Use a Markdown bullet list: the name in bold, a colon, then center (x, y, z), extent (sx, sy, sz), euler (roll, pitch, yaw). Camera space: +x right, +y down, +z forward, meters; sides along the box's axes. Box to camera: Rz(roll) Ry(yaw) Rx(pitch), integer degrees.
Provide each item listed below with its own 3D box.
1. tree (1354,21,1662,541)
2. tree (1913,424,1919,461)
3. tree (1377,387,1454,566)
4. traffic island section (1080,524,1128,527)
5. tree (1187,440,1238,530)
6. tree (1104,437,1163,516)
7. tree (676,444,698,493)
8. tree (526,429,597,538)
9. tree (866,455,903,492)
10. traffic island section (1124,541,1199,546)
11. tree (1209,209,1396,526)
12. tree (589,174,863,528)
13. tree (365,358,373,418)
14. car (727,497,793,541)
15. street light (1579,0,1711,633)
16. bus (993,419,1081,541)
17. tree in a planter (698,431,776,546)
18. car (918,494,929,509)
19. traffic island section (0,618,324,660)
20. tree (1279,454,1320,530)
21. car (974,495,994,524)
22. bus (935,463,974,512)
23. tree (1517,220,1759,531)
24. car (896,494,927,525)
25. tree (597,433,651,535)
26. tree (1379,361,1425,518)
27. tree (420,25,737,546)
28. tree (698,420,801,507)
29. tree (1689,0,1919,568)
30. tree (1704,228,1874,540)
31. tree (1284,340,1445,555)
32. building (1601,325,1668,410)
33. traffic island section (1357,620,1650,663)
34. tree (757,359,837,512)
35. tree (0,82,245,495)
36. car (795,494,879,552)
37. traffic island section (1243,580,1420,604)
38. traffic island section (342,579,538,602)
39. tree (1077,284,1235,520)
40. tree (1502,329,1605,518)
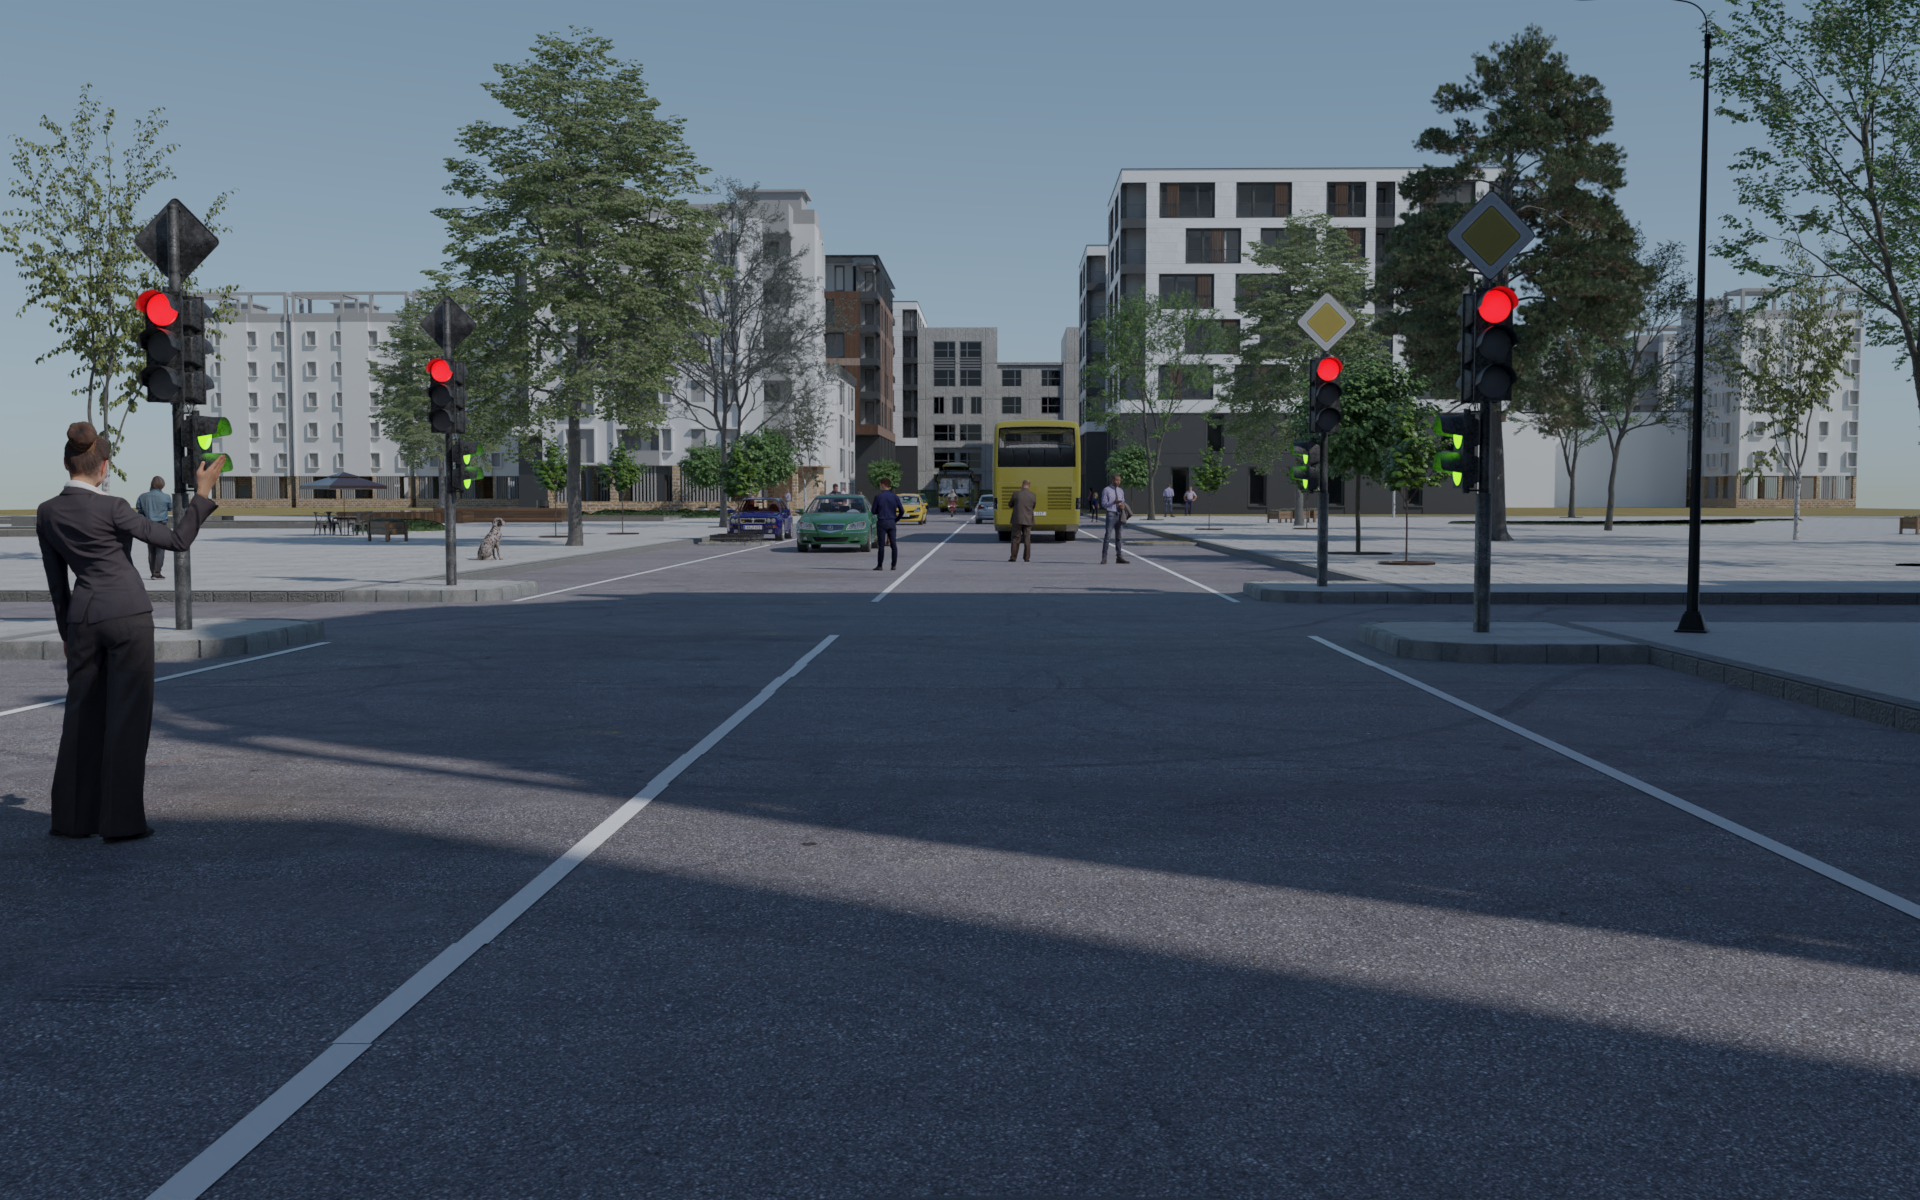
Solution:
- **tree**: center (14.821, -8.564, 47.452), extent (7.806, 13.903, 7.818), euler (0, 3, 0)
- **tree**: center (59.446, -7.528, 85.984), extent (20.602, 7.101, 11.467), euler (1, 4, 14)
- **tree**: center (8.072, -2.249, 31.367), extent (1.663, 3.219, 1.824), euler (0, 3, 0)
- **traffic island section**: center (6.275, -3.231, 75.689), extent (1.991, 0.108, 1.994), euler (0, 4, 1)
- **tree**: center (8.879, -4.128, 62.091), extent (1.663, 3.219, 1.824), euler (0, 3, 0)
- **tree**: center (10.016, -7.118, 100.095), extent (4.285, 4.588, 4.351), euler (0, 3, 0)
- **tree**: center (-14.404, -7.005, 98.252), extent (4.285, 4.588, 4.351), euler (0, 3, 0)
- **tree**: center (-12.079, -3.465, 51.257), extent (1.663, 3.219, 1.824), euler (0, 3, 0)
- **tree**: center (-6.294, -9.886, 145.343), extent (4.285, 4.588, 4.351), euler (0, 3, 0)
- **traffic island section**: center (5.638, -1.583, 48.753), extent (1.991, 0.108, 1.994), euler (0, 4, 1)
- **tree**: center (14.042, -9.249, 69.353), extent (7.486, 12.596, 7.792), euler (0, 3, 0)
- **tree**: center (-8.915, -9.514, 65.918), extent (12.009, 13.543, 11.850), euler (0, 3, 0)
- **tree**: center (-29.008, -10.834, 95.264), extent (7.486, 12.596, 7.792), euler (0, 3, 0)
- **car**: center (-6.239, -2.545, 54.191), extent (1.945, 1.354, 3.894), euler (0, 4, 0)
- **street light**: center (6.271, -2.655, 15.952), extent (1.470, 5.913, 1.316), euler (0, 4, 1)
- **bus**: center (2.496, -3.924, 55.710), extent (2.896, 3.916, 12.252), euler (0, 4, 3)
- **tree in a planter**: center (-6.268, -3.162, 48.927), extent (1.991, 3.239, 1.994), euler (0, 4, 1)
- **car**: center (-3.849, -9.226, 159.637), extent (1.959, 1.807, 4.718), euler (0, 4, 3)
- **traffic island section**: center (-7.366, 0.359, 16.404), extent (2.009, 0.180, 2.903), euler (0, 4, 1)
- **tree**: center (12.703, -4.177, 62.899), extent (1.663, 3.219, 1.824), euler (0, 3, 0)
- **car**: center (1.652, -4.393, 83.823), extent (2.014, 1.417, 4.499), euler (0, 4, 3)
- **bus**: center (-0.269, -9.008, 138.823), extent (2.896, 3.916, 12.252), euler (0, 4, 2)
- **tree**: center (22.646, -7.679, 59.963), extent (8.767, 10.594, 7.601), euler (0, 4, 3)
- **car**: center (-2.514, -4.366, 81.615), extent (2.015, 1.641, 3.980), euler (0, 4, 2)
- **tree**: center (-10.878, -3.700, 55.091), extent (1.663, 3.219, 1.824), euler (0, 3, 0)
- **tree**: center (23.518, -8.826, 94.665), extent (4.737, 8.622, 4.395), euler (0, 3, 0)
- **tree**: center (-9.125, -7.615, 42.630), extent (7.486, 12.596, 7.792), euler (0, 3, 0)
- **tree**: center (-8.769, -5.696, 76.848), extent (4.285, 4.588, 4.351), euler (0, 3, 0)
- **tree**: center (17.065, -6.388, 30.191), extent (9.928, 11.665, 9.643), euler (0, 3, 0)
- **tree**: center (23.322, -5.995, 48.384), extent (4.737, 8.622, 4.395), euler (0, 3, 0)
- **tree**: center (8.625, -3.262, 37.040), extent (4.285, 4.588, 4.351), euler (0, 3, 0)
- **building**: center (76.961, -20.342, 189.003), extent (11.380, 20.091, 16.016), euler (0, 4, 1)
- **traffic island section**: center (4.872, 0.377, 16.112), extent (2.009, 0.180, 2.903), euler (0, 4, 1)
- **tree**: center (-8.347, -8.634, 91.532), extent (4.360, 8.622, 3.978), euler (0, 3, 0)
- **tree**: center (-15.716, -5.004, 32.176), extent (4.737, 8.622, 4.395), euler (0, 3, 0)
- **car**: center (-3.063, -1.983, 44.226), extent (2.131, 1.459, 4.920), euler (0, 4, 2)
- **traffic island section**: center (5.059, -0.111, 24.095), extent (2.009, 0.180, 2.903), euler (0, 4, 1)
- **traffic island section**: center (-7.178, -0.129, 24.386), extent (2.009, 0.180, 2.903), euler (0, 4, 1)
- **tree**: center (9.470, -9.714, 84.574), extent (9.928, 11.665, 9.643), euler (0, 3, 0)
- **tree**: center (32.808, -10.229, 92.994), extent (9.928, 11.665, 9.643), euler (0, 3, 0)
